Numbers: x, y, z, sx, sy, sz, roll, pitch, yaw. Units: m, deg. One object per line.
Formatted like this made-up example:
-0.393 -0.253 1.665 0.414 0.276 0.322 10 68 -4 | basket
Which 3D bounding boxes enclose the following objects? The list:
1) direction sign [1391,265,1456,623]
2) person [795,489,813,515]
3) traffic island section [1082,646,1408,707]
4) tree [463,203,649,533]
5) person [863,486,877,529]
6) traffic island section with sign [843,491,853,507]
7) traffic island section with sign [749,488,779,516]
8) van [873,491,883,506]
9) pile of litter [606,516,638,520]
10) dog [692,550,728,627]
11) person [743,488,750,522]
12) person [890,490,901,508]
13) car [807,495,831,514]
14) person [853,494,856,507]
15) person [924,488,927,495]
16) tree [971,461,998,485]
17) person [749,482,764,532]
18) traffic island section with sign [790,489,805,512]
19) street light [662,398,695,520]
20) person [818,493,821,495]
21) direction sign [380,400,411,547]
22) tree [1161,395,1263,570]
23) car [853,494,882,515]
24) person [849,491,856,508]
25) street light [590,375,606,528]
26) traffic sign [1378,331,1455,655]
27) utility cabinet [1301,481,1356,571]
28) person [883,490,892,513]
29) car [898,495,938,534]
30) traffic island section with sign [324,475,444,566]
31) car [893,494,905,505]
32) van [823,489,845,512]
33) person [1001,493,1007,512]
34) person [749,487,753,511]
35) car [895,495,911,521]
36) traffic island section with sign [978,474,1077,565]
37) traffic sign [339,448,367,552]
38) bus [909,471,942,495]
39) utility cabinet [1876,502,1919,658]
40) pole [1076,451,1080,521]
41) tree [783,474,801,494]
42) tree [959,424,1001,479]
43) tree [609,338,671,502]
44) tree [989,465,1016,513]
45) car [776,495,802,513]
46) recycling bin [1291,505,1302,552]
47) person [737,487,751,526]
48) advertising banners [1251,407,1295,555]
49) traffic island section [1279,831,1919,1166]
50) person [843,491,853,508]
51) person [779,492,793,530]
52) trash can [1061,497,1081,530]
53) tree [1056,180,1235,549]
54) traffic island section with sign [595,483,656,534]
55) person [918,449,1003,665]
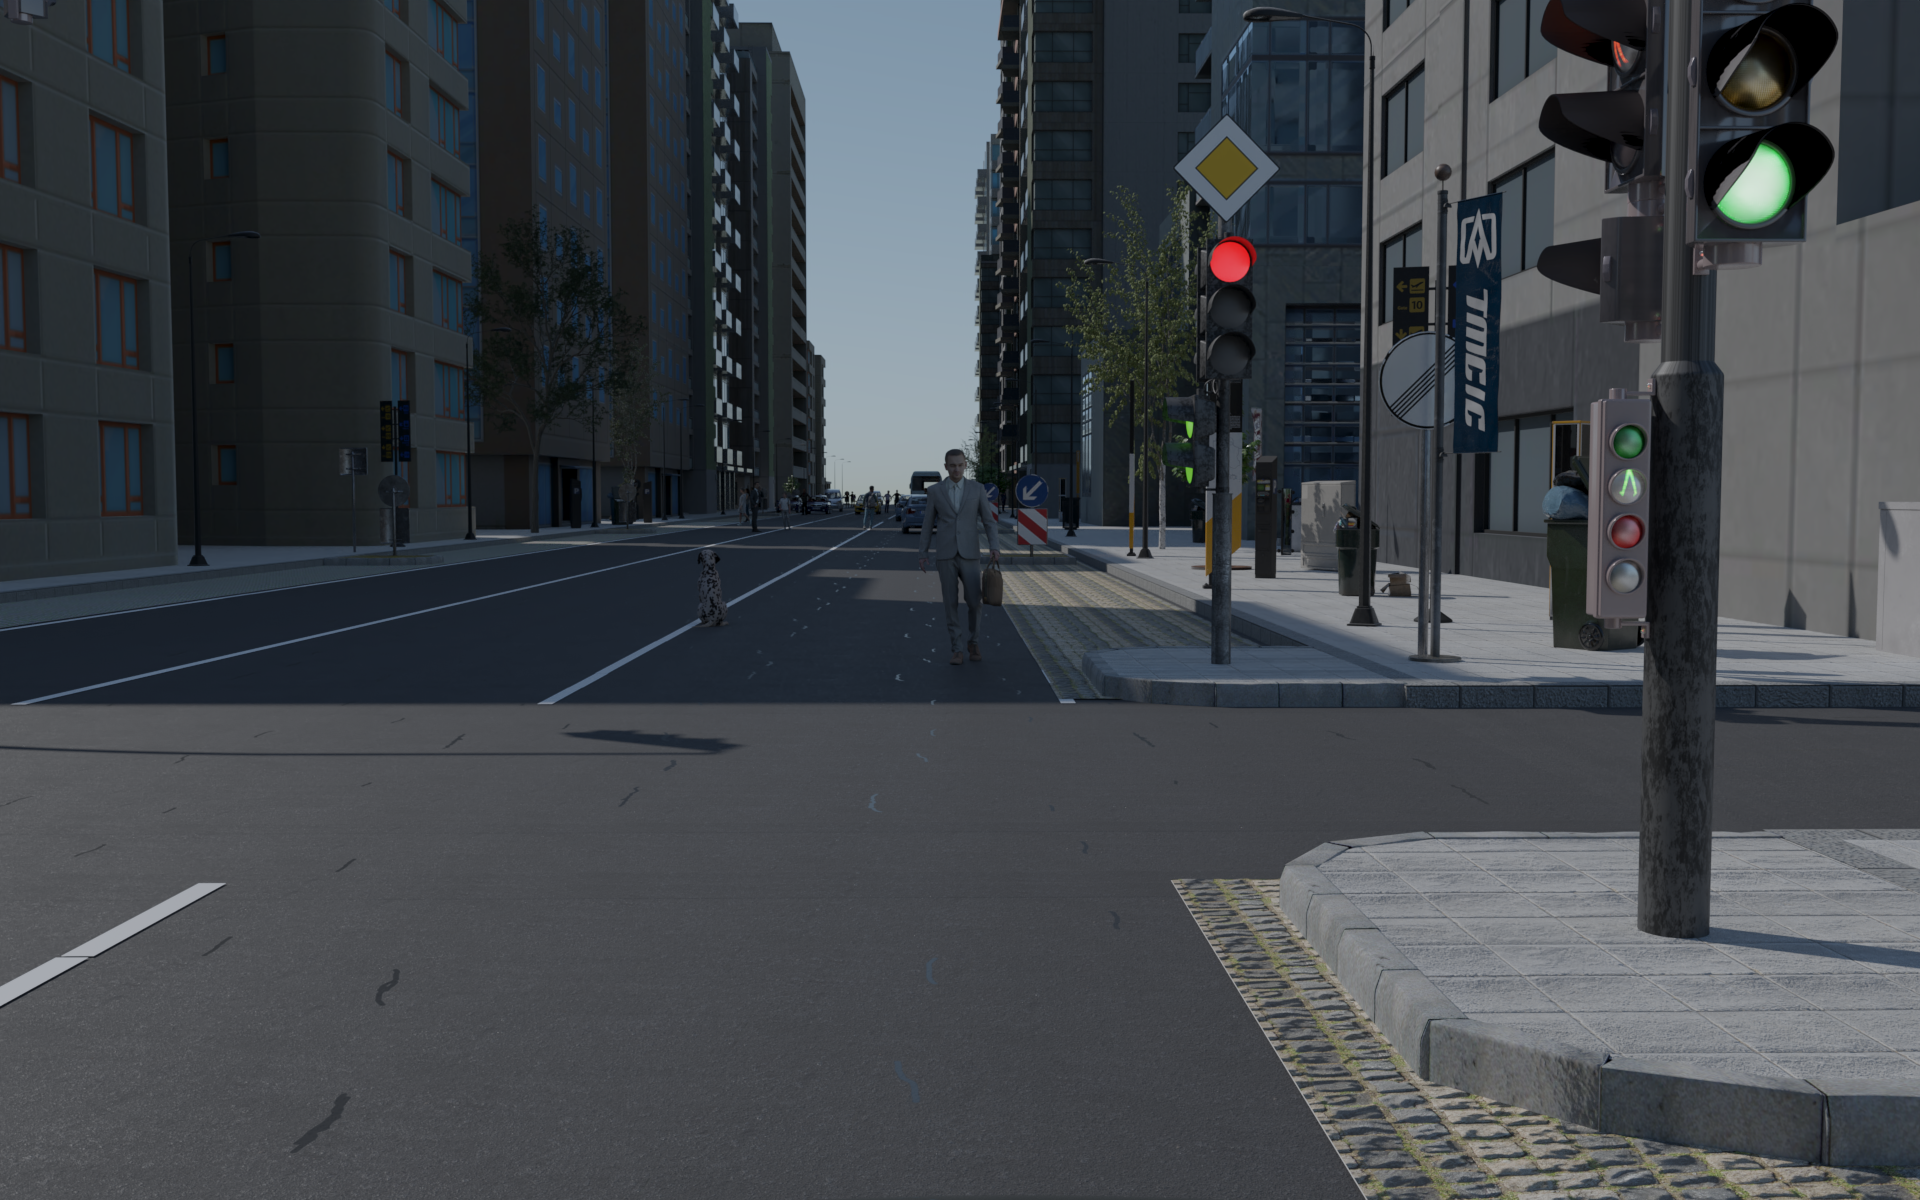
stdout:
4.748 -1.546 17.277 0.876 3.537 0.379 1 4 17 | direction sign
-10.589 -6.679 117.833 1.348 1.807 0.705 2 4 24 | person
1.995 0.562 13.100 2.009 0.180 2.903 0 4 -1 | traffic island section
-14.071 -7.469 56.531 8.767 10.594 7.601 0 4 1 | tree
-3.668 -3.775 70.563 0.623 1.781 0.721 0 4 2 | person
-14.399 -13.037 221.774 1.989 1.847 2.006 0 4 -1 | traffic island section with sign
-12.813 -6.374 112.846 1.989 1.847 2.006 0 4 -1 | traffic island section with sign
-10.515 -12.732 215.180 2.013 2.044 4.112 0 4 -2 | van
-16.620 -4.317 84.554 1.719 0.858 1.176 1 4 18 | pile of litter
-2.799 -0.124 18.858 0.513 0.831 0.800 2 4 24 | dog
-11.114 -4.928 89.798 0.721 1.735 1.217 0 4 2 | person
-5.476 -8.694 150.786 1.348 1.807 0.705 -1 4 -11 | person
-10.158 -6.807 123.872 1.945 1.354 3.894 0 4 -1 | car
-11.808 -11.096 193.147 0.421 1.427 0.697 -2 4 -27 | person
-2.060 -5.785 103.173 0.705 1.812 1.348 1 4 17 | person
2.764 -11.565 172.796 4.285 4.588 4.351 0 3 0 | tree
-7.678 -3.530 65.576 0.474 1.900 0.648 0 4 6 | person
-13.209 -8.023 139.798 1.989 1.847 2.006 0 4 -1 | traffic island section with sign
-13.825 -6.824 84.106 1.470 5.913 1.316 0 4 -1 | street light
-15.716 -11.336 194.569 0.628 1.438 0.799 0 4 6 | person
-13.671 -3.058 42.000 0.876 3.537 0.379 1 4 21 | direction sign
4.502 -2.142 29.621 1.663 3.219 1.824 0 3 0 | tree
-6.498 -6.856 122.326 2.015 1.641 3.980 0 4 1 | car
-11.470 -10.641 183.307 1.217 1.723 0.721 3 4 36 | person
-13.486 -5.736 66.321 1.470 5.913 1.316 0 4 -1 | street light
3.667 -0.828 13.647 0.768 2.556 0.104 0 4 5 | traffic sign
6.152 -1.244 29.025 0.318 1.500 1.173 -1 4 -21 | utility cabinet
-5.460 -7.454 131.318 0.756 1.711 0.436 -1 4 -22 | person
-1.276 -3.176 63.936 2.014 1.417 4.499 0 4 -3 | car
-11.672 -1.634 35.349 1.989 1.847 2.006 0 4 -1 | traffic island section with sign
-7.822 -13.273 227.244 2.015 1.641 3.980 0 4 -2 | car
-10.395 -8.204 141.152 2.013 2.044 4.112 0 4 -3 | van
3.161 -7.255 125.575 0.541 1.710 0.530 -2 4 -34 | person
-16.044 -7.787 133.369 0.705 1.822 1.348 -1 4 -21 | person
-2.493 -4.909 92.262 2.014 1.417 4.499 0 4 1 | car
1.340 -1.662 35.804 1.989 1.847 2.006 0 4 -1 | traffic island section with sign
-13.325 -2.198 38.065 0.606 2.300 0.079 0 4 1 | traffic sign
-2.822 -9.184 145.025 2.948 3.499 13.247 0 4 -1 | bus
7.660 -0.155 13.695 0.306 1.237 1.020 0 4 1 | utility cabinet
5.544 -5.352 81.352 0.158 3.312 0.155 0 3 0 | pole
-15.888 -10.302 163.040 1.663 3.219 1.824 0 3 0 | tree
2.079 -14.070 180.402 4.737 8.622 4.395 0 3 0 | tree
-15.569 -7.979 80.818 4.360 8.622 3.978 0 3 0 | tree
2.669 -7.448 116.371 1.663 3.219 1.824 0 3 0 | tree
-12.881 -7.243 131.009 1.945 1.354 3.894 0 4 1 | car
7.673 -1.585 38.463 0.722 1.027 0.722 1 4 21 | recycling bin
-9.889 -4.272 79.101 0.466 1.731 0.760 3 4 38 | person
6.446 -2.421 35.766 0.090 3.025 2.074 2 4 35 | advertising banners
2.111 1.050 5.115 2.009 0.180 2.903 0 4 -1 | traffic island section
-11.471 -10.214 176.317 1.217 1.723 0.721 0 4 -7 | person
-6.981 -3.576 69.565 0.503 1.515 0.523 -2 4 -33 | person
3.967 -3.080 62.012 0.748 1.137 0.748 0 3 0 | trash can
4.461 -5.485 40.034 4.737 8.622 4.395 0 3 0 | tree
-12.079 -3.311 62.766 1.989 1.847 2.006 0 4 -1 | traffic island section with sign
0.006 -0.367 14.624 0.709 1.813 0.853 0 4 -3 | person
